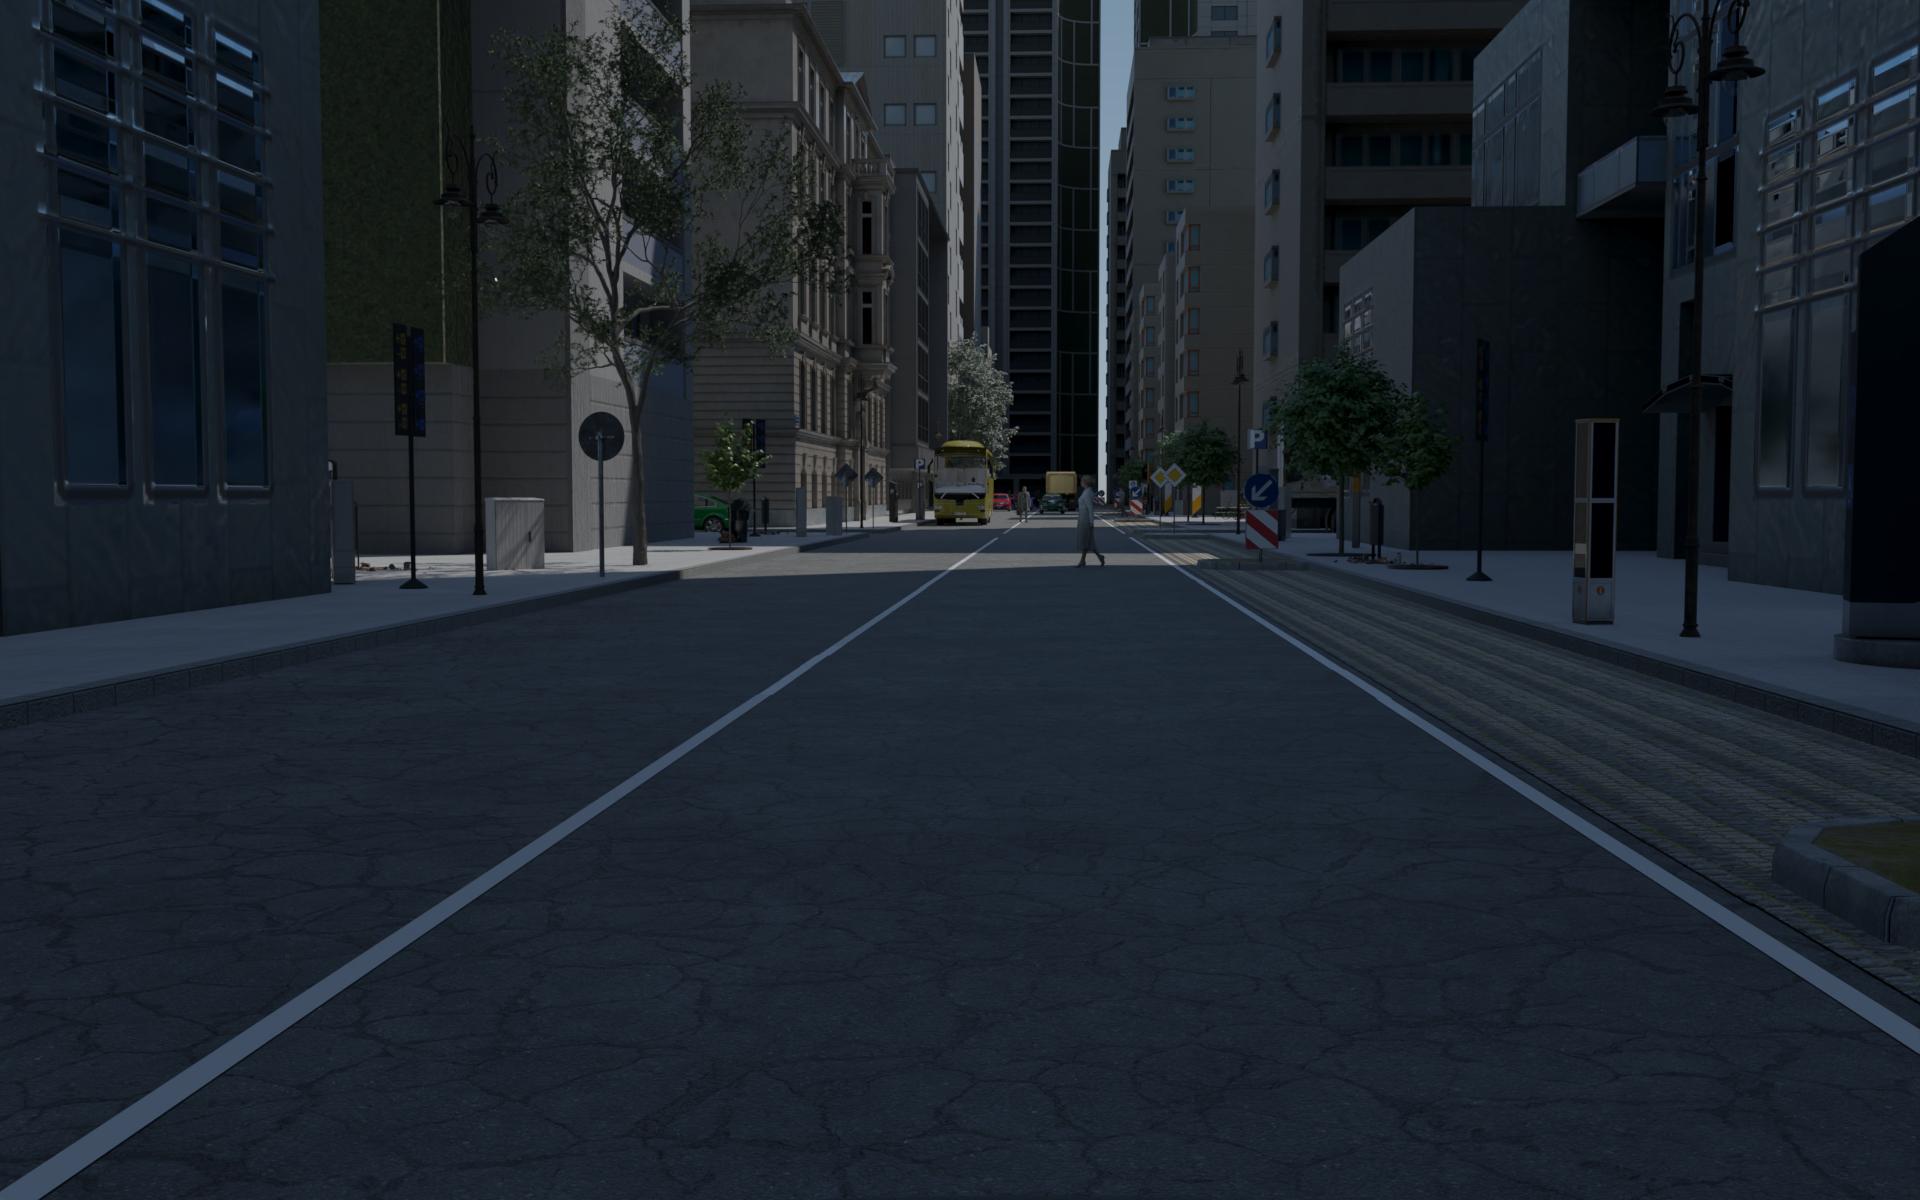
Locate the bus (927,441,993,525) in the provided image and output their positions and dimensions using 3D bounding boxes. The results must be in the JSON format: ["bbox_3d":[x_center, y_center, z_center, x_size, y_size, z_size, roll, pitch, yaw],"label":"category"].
[{"bbox_3d":[0.226,-5.617,83.379,2.896,3.916,12.252,0,4,2],"label":"bus"}]

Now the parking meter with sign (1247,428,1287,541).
[{"bbox_3d":[8.342,-3.095,46.866,0.543,3.016,1.738,2,4,31],"label":"parking meter with sign"}]

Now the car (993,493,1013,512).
[{"bbox_3d":[3.299,-8.211,143.284,2.155,1.783,4.494,0,4,3],"label":"car"}]

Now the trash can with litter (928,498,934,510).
[{"bbox_3d":[-2.149,-7.720,137.286,2.233,1.210,1.678,3,4,37],"label":"trash can with litter"}]

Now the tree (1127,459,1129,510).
[{"bbox_3d":[10.342,-5.825,78.950,4.285,4.588,4.351,0,3,0],"label":"tree"}]

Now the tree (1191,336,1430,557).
[{"bbox_3d":[7.911,-3.203,36.081,4.285,4.588,4.351,0,3,0],"label":"tree"}]

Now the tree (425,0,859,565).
[{"bbox_3d":[-5.683,-5.926,31.300,8.767,10.594,7.601,1,4,12],"label":"tree"}]

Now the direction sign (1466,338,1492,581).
[{"bbox_3d":[7.684,-2.051,25.532,0.379,3.537,0.876,2,4,27],"label":"direction sign"}]

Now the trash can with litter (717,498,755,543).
[{"bbox_3d":[-5.886,-2.082,45.435,0.624,1.170,1.055,2,4,24],"label":"trash can with litter"}]

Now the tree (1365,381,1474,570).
[{"bbox_3d":[7.750,-2.150,29.760,1.663,3.219,1.824,0,3,0],"label":"tree"}]

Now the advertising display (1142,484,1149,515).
[{"bbox_3d":[11.438,-6.212,106.772,0.123,1.923,0.974,-1,4,-14],"label":"advertising display"}]

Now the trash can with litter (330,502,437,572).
[{"bbox_3d":[-9.960,-1.098,29.004,2.233,1.210,1.678,0,4,-8],"label":"trash can with litter"}]

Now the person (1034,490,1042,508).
[{"bbox_3d":[7.988,-10.237,176.018,1.348,1.807,0.705,-3,4,-37],"label":"person"}]

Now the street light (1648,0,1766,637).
[{"bbox_3d":[6.565,-2.606,15.398,0.468,5.910,1.993,0,4,3],"label":"street light"}]

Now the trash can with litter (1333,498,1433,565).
[{"bbox_3d":[7.816,-1.306,32.413,1.678,1.210,2.233,0,4,1],"label":"trash can with litter"}]

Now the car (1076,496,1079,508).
[{"bbox_3d":[11.670,-10.466,183.115,2.014,1.417,4.499,0,4,4],"label":"car"}]

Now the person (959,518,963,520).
[{"bbox_3d":[0.052,-5.342,95.962,0.709,1.813,0.853,-2,4,-25],"label":"person"}]

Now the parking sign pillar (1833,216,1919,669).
[{"bbox_3d":[7.471,-1.506,13.102,1.447,3.967,1.447,1,4,20],"label":"parking sign pillar"}]

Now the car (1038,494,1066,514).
[{"bbox_3d":[6.834,-7.137,128.485,2.131,1.459,4.920,0,4,2],"label":"car"}]

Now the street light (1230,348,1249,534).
[{"bbox_3d":[8.850,-5.023,54.914,0.468,5.910,1.993,0,4,3],"label":"street light"}]

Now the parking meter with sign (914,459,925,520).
[{"bbox_3d":[-1.957,-5.474,85.755,0.543,3.016,1.738,0,4,1],"label":"parking meter with sign"}]

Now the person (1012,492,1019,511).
[{"bbox_3d":[4.673,-8.350,146.489,0.593,1.643,0.415,0,4,5],"label":"person"}]

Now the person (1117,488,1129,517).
[{"bbox_3d":[10.105,-6.082,108.057,0.853,1.813,0.709,-1,4,-15],"label":"person"}]

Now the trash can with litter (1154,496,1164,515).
[{"bbox_3d":[12.192,-5.788,106.013,0.624,1.170,1.055,0,4,2],"label":"trash can with litter"}]

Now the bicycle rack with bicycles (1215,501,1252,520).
[{"bbox_3d":[14.272,-4.505,87.045,2.925,0.926,2.852,-2,4,-25],"label":"bicycle rack with bicycles"}]

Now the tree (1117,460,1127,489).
[{"bbox_3d":[14.444,-9.602,140.704,4.285,4.588,4.351,0,3,0],"label":"tree"}]

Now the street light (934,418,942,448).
[{"bbox_3d":[-1.342,-8.058,104.533,0.468,5.910,1.993,0,4,3],"label":"street light"}]

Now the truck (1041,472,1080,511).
[{"bbox_3d":[8.755,-9.432,150.136,3.469,3.379,9.791,0,4,3],"label":"truck"}]

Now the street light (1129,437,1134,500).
[{"bbox_3d":[13.645,-10.074,137.505,0.468,5.910,1.993,0,4,3],"label":"street light"}]

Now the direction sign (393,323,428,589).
[{"bbox_3d":[-7.421,-1.922,23.420,0.379,3.537,0.876,0,4,7],"label":"direction sign"}]

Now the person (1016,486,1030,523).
[{"bbox_3d":[3.203,-4.792,86.947,0.694,1.812,0.767,-1,4,-9],"label":"person"}]

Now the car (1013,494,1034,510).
[{"bbox_3d":[5.674,-8.909,155.246,1.945,1.707,3.694,0,4,3],"label":"car"}]

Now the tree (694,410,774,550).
[{"bbox_3d":[-5.397,-2.772,39.929,1.663,3.219,1.824,0,3,0],"label":"tree"}]

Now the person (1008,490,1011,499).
[{"bbox_3d":[5.085,-10.264,176.403,0.705,1.814,1.350,0,4,2],"label":"person"}]

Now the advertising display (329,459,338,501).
[{"bbox_3d":[-12.107,-1.662,32.393,0.974,1.923,0.123,1,4,10],"label":"advertising display"}]

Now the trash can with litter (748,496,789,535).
[{"bbox_3d":[-6.275,-2.690,55.033,1.678,1.210,2.233,-1,4,-9],"label":"trash can with litter"}]

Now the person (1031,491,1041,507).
[{"bbox_3d":[8.337,-11.166,191.204,1.348,1.807,0.705,1,4,23],"label":"person"}]

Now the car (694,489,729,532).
[{"bbox_3d":[-9.703,-3.116,59.736,4.718,1.807,1.959,0,4,1],"label":"car"}]

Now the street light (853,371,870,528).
[{"bbox_3d":[-3.692,-5.631,64.861,0.468,5.910,1.993,0,4,3],"label":"street light"}]

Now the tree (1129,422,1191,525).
[{"bbox_3d":[10.218,-5.405,72.089,4.285,4.588,4.351,0,3,0],"label":"tree"}]

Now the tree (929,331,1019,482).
[{"bbox_3d":[-0.295,-13.965,134.990,9.857,13.997,8.962,0,3,0],"label":"tree"}]

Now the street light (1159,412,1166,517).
[{"bbox_3d":[11.466,-7.676,98.293,0.468,5.910,1.993,0,4,3],"label":"street light"}]

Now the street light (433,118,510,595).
[{"bbox_3d":[-6.111,-3.001,21.857,0.468,5.910,1.993,0,4,3],"label":"street light"}]

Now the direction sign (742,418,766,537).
[{"bbox_3d":[-6.197,-3.680,52.159,0.379,3.537,0.876,3,5,43],"label":"direction sign"}]

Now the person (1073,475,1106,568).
[{"bbox_3d":[2.533,-1.530,33.747,0.641,1.798,0.478,1,4,17],"label":"person"}]
